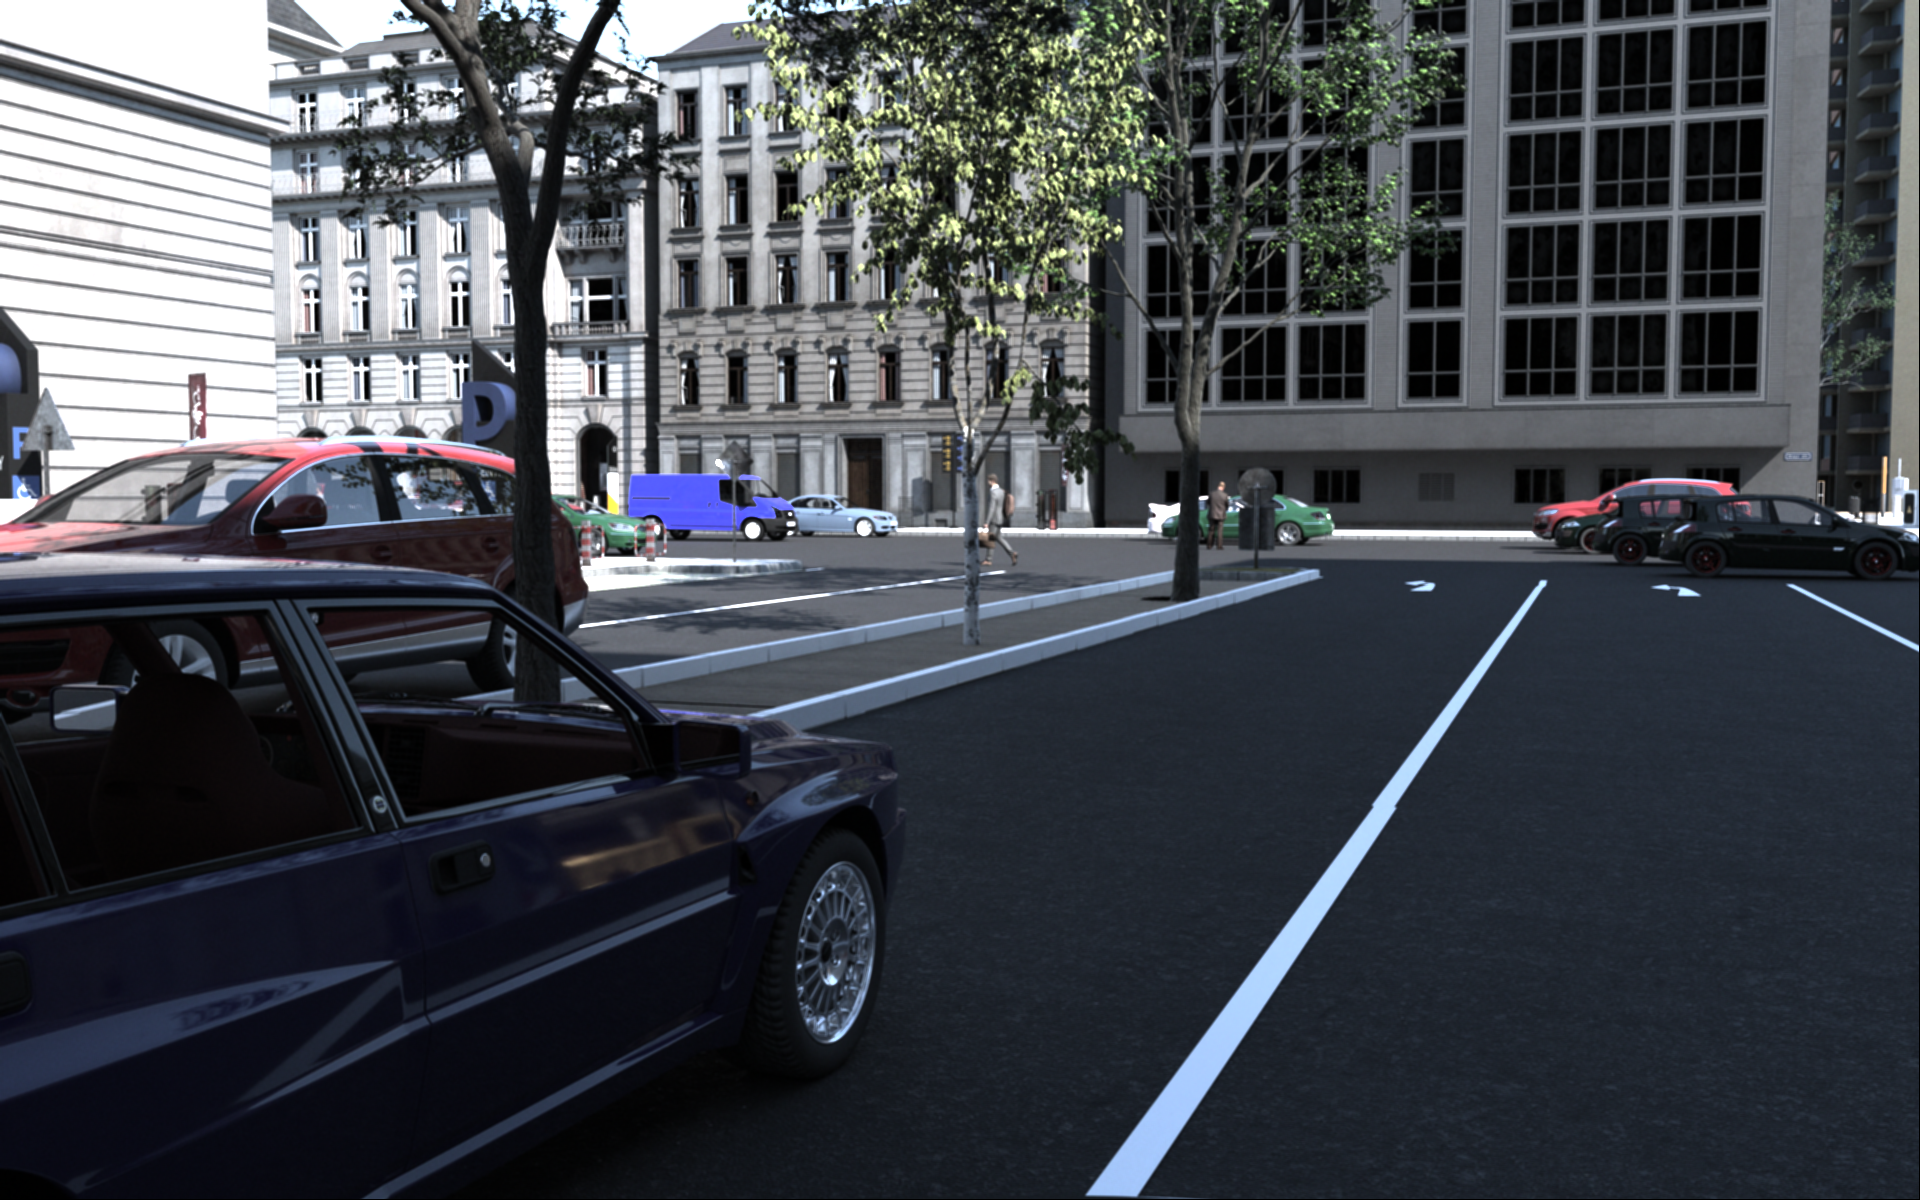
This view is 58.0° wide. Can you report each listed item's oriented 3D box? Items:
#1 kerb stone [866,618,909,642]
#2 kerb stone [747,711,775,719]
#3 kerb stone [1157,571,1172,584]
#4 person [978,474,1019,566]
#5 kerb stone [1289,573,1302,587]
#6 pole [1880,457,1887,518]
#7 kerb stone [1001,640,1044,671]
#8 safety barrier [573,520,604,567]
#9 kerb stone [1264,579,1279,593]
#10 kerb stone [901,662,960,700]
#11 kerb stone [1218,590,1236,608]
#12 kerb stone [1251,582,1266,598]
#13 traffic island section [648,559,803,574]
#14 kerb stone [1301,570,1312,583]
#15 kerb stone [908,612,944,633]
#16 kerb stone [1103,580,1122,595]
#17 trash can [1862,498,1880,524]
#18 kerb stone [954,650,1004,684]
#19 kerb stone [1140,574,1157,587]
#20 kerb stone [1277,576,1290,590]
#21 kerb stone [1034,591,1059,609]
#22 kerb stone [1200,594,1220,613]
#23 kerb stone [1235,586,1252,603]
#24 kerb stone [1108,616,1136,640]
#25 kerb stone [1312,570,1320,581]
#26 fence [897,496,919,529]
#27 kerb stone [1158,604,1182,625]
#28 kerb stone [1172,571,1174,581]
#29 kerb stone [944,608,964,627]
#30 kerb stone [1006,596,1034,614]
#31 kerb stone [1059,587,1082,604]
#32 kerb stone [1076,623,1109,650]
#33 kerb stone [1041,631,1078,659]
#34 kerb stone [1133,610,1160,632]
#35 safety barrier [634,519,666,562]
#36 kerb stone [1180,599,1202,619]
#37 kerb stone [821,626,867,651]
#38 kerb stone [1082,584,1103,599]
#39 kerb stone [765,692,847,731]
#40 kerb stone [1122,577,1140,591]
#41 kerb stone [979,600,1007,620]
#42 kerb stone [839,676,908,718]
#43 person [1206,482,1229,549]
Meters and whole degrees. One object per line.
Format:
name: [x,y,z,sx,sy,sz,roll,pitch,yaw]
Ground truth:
kerb stone: [-0.773,0.310,17.119,0.120,0.150,1.000,1,4,20]
kerb stone: [-1.325,0.768,9.643,0.120,0.150,1.000,1,4,20]
kerb stone: [3.171,-0.338,27.720,0.120,0.150,1.000,1,4,20]
person: [0.737,-1.594,34.523,0.822,1.834,0.622,1,4,13]
kerb stone: [5.141,-0.294,26.996,0.120,0.150,1.000,1,4,20]
pole: [50.299,-6.145,94.311,0.158,3.312,0.155,0,3,0]
kerb stone: [0.471,0.473,14.468,0.120,0.150,1.000,1,4,20]
safety barrier: [-6.597,-0.997,30.579,0.300,0.817,1.120,1,4,20]
kerb stone: [4.425,-0.176,25.071,0.120,0.150,1.000,1,4,20]
kerb stone: [-0.250,0.592,12.536,0.120,0.150,1.000,1,4,20]
kerb stone: [3.347,0.007,22.176,0.120,0.150,1.000,1,4,20]
kerb stone: [4.067,-0.115,24.103,0.120,0.150,1.000,1,4,20]
traffic island section: [-4.238,-0.619,32.400,2.009,0.180,2.903,1,4,20]
kerb stone: [5.501,-0.353,27.960,0.120,0.150,1.000,1,4,20]
kerb stone: [-0.425,0.251,18.091,0.120,0.150,1.000,1,4,20]
kerb stone: [2.092,-0.157,24.825,0.120,0.150,1.000,1,4,20]
trash can: [37.827,-3.689,71.962,0.748,1.137,0.748,0,3,0]
kerb stone: [0.107,0.532,13.501,0.120,0.150,1.000,1,4,20]
kerb stone: [2.821,-0.278,26.756,0.120,0.150,1.000,1,4,20]
kerb stone: [4.783,-0.235,26.032,0.120,0.150,1.000,1,4,20]
kerb stone: [1.022,0.016,21.939,0.120,0.150,1.000,1,4,20]
kerb stone: [2.984,0.060,21.211,0.120,0.150,1.000,1,4,20]
kerb stone: [3.714,-0.058,23.140,0.120,0.150,1.000,1,4,20]
kerb stone: [1.555,0.298,17.365,0.120,0.150,1.000,1,4,20]
kerb stone: [5.867,-0.412,28.931,0.120,0.150,1.000,1,4,20]
fence: [-2.001,-3.239,64.163,0.480,1.192,2.264,1,4,12]
kerb stone: [2.269,0.182,19.288,0.120,0.150,1.000,1,4,20]
kerb stone: [3.528,-0.397,28.686,0.120,0.150,1.000,1,4,20]
kerb stone: [-0.053,0.193,19.047,0.120,0.150,1.000,1,4,20]
kerb stone: [0.649,0.075,20.976,0.120,0.150,1.000,1,4,20]
kerb stone: [1.377,-0.043,22.901,0.120,0.150,1.000,1,4,20]
kerb stone: [1.197,0.354,16.402,0.120,0.150,1.000,1,4,20]
kerb stone: [0.830,0.415,15.433,0.120,0.150,1.000,1,4,20]
kerb stone: [1.906,0.237,18.328,0.120,0.150,1.000,1,4,20]
safety barrier: [-5.829,-1.123,32.628,0.300,0.817,1.120,1,4,20]
kerb stone: [2.632,0.121,20.247,0.120,0.150,1.000,1,4,20]
kerb stone: [-1.145,0.372,16.156,0.120,0.150,1.000,1,4,20]
kerb stone: [1.734,-0.102,23.863,0.120,0.150,1.000,1,4,20]
kerb stone: [-0.966,0.709,10.606,0.120,0.150,1.000,1,4,20]
kerb stone: [2.458,-0.214,25.795,0.120,0.150,1.000,1,4,20]
kerb stone: [0.301,0.134,20.009,0.120,0.150,1.000,1,4,20]
kerb stone: [-0.606,0.650,11.566,0.120,0.150,1.000,1,4,20]
person: [6.677,-2.186,44.922,0.565,1.739,0.600,0,4,-5]
